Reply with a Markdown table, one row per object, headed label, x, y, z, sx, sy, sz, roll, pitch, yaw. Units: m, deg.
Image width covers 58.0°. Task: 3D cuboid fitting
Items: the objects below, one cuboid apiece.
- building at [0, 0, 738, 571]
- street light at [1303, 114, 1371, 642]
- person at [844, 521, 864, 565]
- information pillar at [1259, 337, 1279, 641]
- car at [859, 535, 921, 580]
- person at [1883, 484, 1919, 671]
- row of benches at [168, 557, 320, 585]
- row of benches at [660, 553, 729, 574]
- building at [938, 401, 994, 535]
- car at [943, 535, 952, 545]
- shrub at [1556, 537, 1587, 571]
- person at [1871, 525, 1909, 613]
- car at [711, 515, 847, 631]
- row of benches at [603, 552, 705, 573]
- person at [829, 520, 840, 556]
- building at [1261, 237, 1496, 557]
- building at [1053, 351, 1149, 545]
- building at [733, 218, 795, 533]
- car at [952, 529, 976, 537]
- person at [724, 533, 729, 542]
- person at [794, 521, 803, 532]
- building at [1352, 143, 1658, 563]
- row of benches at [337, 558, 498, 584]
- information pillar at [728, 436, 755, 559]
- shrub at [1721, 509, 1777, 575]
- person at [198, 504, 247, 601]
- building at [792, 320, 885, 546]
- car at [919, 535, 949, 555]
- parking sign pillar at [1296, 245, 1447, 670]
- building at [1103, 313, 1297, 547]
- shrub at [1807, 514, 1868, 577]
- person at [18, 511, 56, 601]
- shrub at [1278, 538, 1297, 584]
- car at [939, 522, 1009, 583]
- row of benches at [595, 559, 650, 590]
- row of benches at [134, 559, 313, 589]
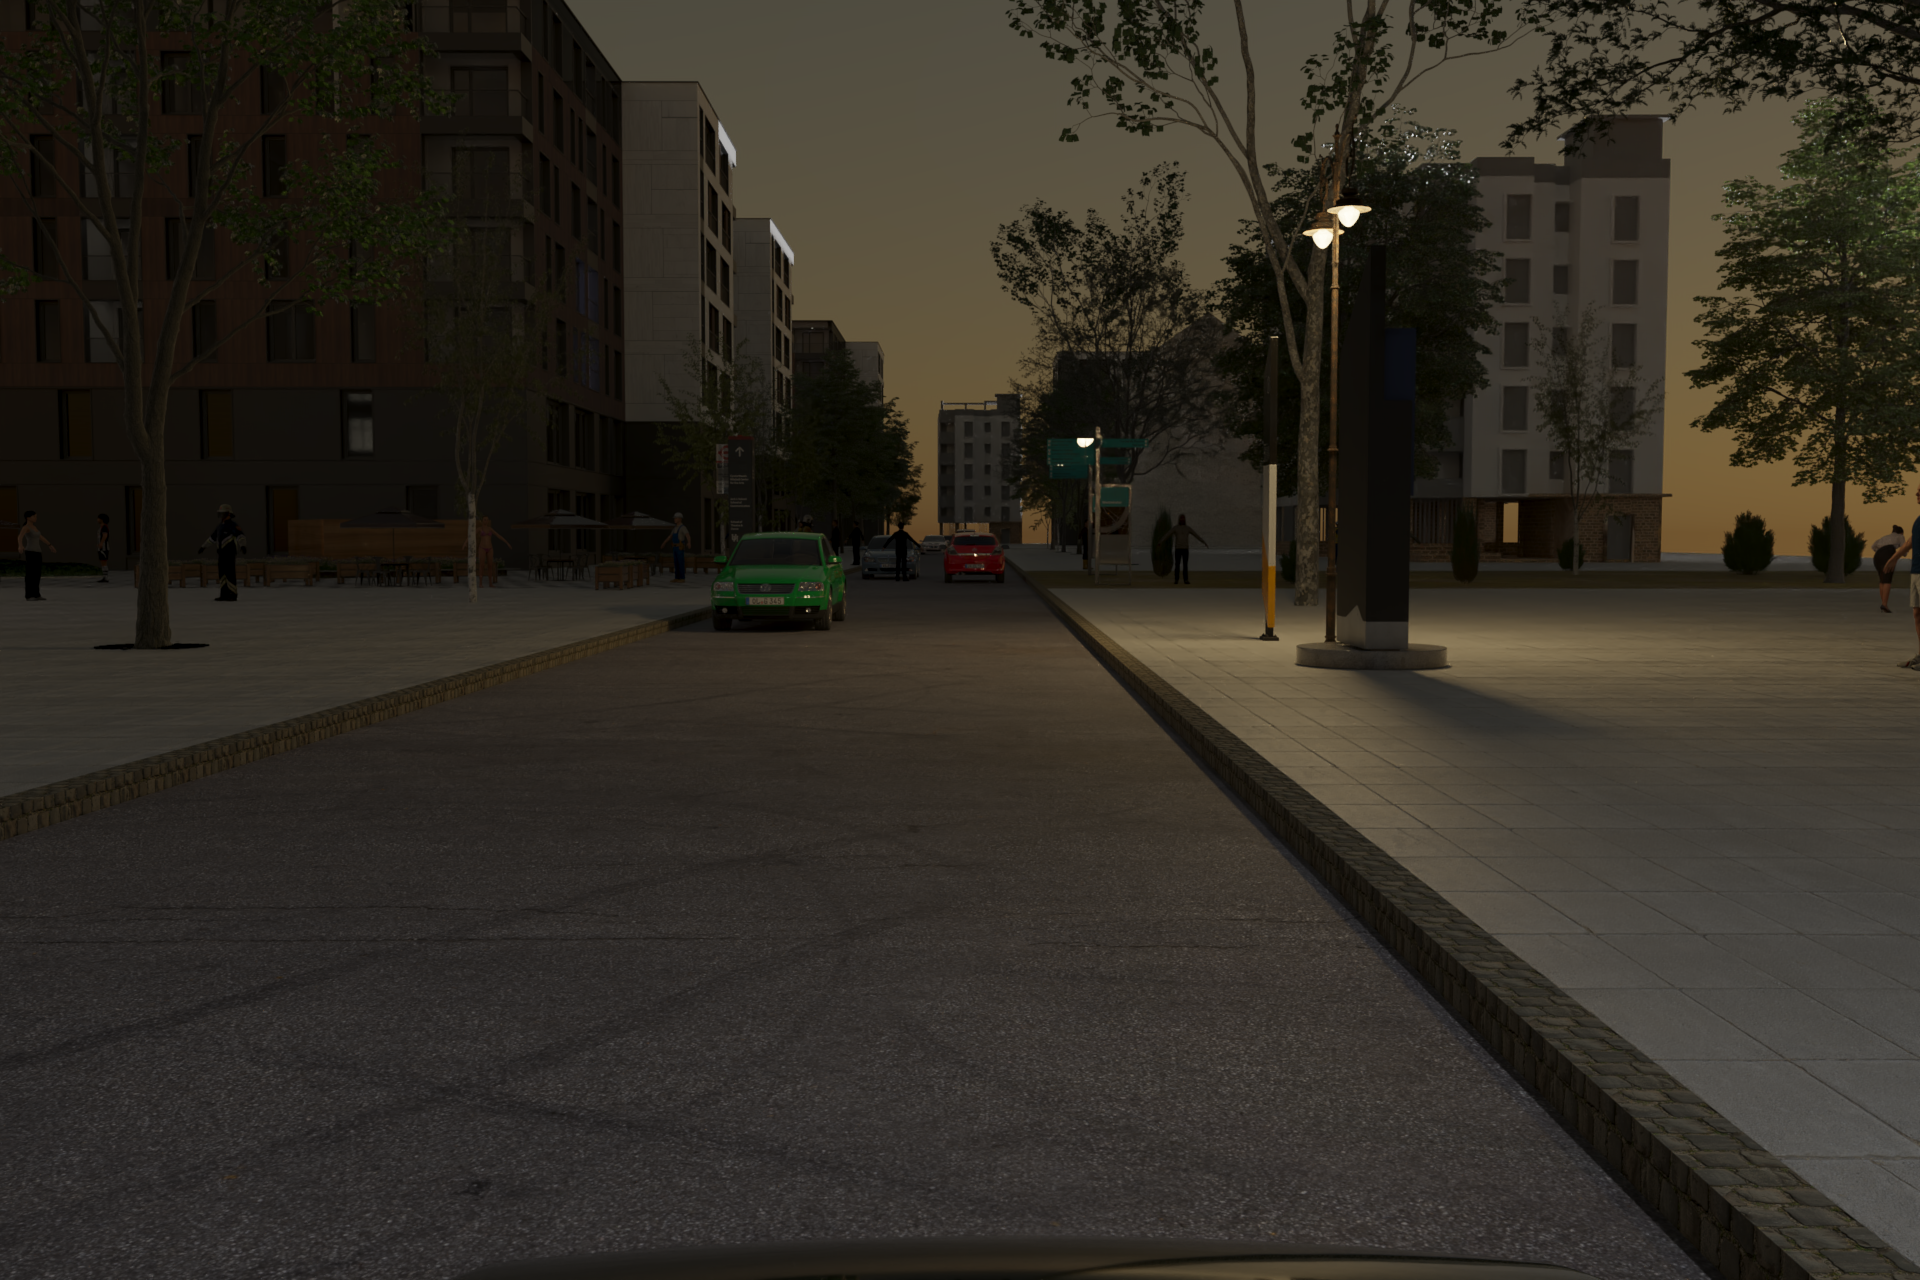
| label | x | y | z | sx | sy | sz | roll | pitch | yaw |
| --- | --- | --- | --- | --- | --- | --- | --- | --- | --- |
| building | -25.723 | -14.210 | 76.301 | 27.936 | 21.610 | 32.646 | 0 | 4 | 0 |
| street light | 4.248 | -2.868 | 19.684 | 0.468 | 5.910 | 1.993 | 0 | 4 | 1 |
| person | -4.284 | -3.984 | 71.080 | 0.705 | 1.837 | 1.347 | 2 | 4 | 31 |
| information pillar | 3.737 | -1.807 | 20.893 | 0.183 | 3.616 | 0.504 | 0 | 4 | 1 |
| car | -2.220 | -2.699 | 56.127 | 2.014 | 1.417 | 4.499 | 0 | 4 | 0 |
| person | 9.107 | -0.623 | 16.354 | 0.704 | 1.807 | 1.345 | 0 | 4 | 7 |
| row of benches | -18.625 | -1.829 | 45.360 | 1.422 | 0.672 | 4.104 | 3 | 4 | 36 |
| row of benches | -8.049 | -2.475 | 55.925 | 4.104 | 0.672 | 1.422 | 2 | 4 | 32 |
| building | -2.594 | -23.092 | 236.422 | 11.380 | 20.090 | 16.016 | -1 | 4 | -8 |
| car | -0.999 | -8.002 | 143.416 | 1.945 | 1.354 | 3.894 | 0 | 4 | 1 |
| shrub | 21.291 | -3.009 | 60.311 | 1.383 | 1.207 | 1.383 | 0 | 3 | 0 |
| person | 15.235 | -1.167 | 28.318 | 0.628 | 1.438 | 0.799 | 1 | 4 | 17 |
| car | -2.781 | -1.120 | 27.107 | 1.959 | 1.807 | 4.718 | 0 | 4 | 0 |
| row of benches | -10.454 | -2.649 | 58.769 | 4.104 | 0.672 | 1.422 | 2 | 4 | 29 |
| person | -4.552 | -3.474 | 63.020 | 0.704 | 1.802 | 1.346 | 0 | 4 | 7 |
| building | 24.313 | -15.459 | 109.182 | 16.016 | 20.090 | 11.380 | 0 | 4 | 0 |
| building | 25.039 | -22.380 | 209.883 | 27.936 | 21.610 | 32.646 | 0 | 4 | 1 |
| building | -26.165 | -16.287 | 110.261 | 27.936 | 21.610 | 32.646 | 0 | 4 | 1 |
| car | 0.482 | -7.684 | 134.299 | 2.281 | 1.827 | 5.304 | 0 | 4 | 1 |
| person | -9.326 | -4.023 | 72.242 | 1.216 | 1.772 | 0.721 | 1 | 4 | 19 |
| person | -6.510 | -3.950 | 70.767 | 1.347 | 1.806 | 0.705 | 0 | 4 | 5 |
| building | 25.802 | -14.314 | 90.452 | 16.016 | 20.090 | 11.380 | 0 | 4 | 1 |
| row of benches | -13.980 | -1.807 | 45.001 | 4.104 | 0.672 | 1.422 | -1 | 4 | -10 |
| information pillar | -5.813 | -3.473 | 46.166 | 0.750 | 3.857 | 0.750 | 0 | 4 | 0 |
| shrub | 24.900 | -3.100 | 54.726 | 1.661 | 2.075 | 1.752 | 0 | 3 | 0 |
| person | -14.011 | -1.662 | 33.034 | 1.351 | 1.845 | 0.704 | 2 | 4 | 31 |
| building | -22.640 | -20.665 | 181.853 | 27.936 | 21.610 | 32.646 | 0 | 4 | 0 |
| car | -1.813 | -6.709 | 122.053 | 2.083 | 1.381 | 4.827 | 0 | 4 | 0 |
| parking sign pillar | 4.038 | -1.739 | 16.902 | 1.447 | 3.967 | 1.447 | 0 | 4 | 0 |
| building | 24.579 | -21.409 | 180.959 | 19.493 | 23.208 | 18.063 | 0 | 4 | 0 |
| shrub | 26.497 | -2.931 | 52.346 | 1.690 | 2.028 | 1.600 | 0 | 3 | 0 |
| person | -17.822 | -1.628 | 33.430 | 0.721 | 1.737 | 1.217 | 0 | 4 | 1 |
| shrub | 8.664 | -2.042 | 44.507 | 1.383 | 1.207 | 1.383 | 0 | 3 | 0 |
| car | 0.425 | -2.632 | 52.078 | 2.155 | 1.783 | 4.494 | 0 | 3 | 0 |
| row of benches | -8.057 | -1.585 | 41.378 | 1.422 | 0.672 | 4.104 | 0 | 4 | -1 |
| row of benches | -17.707 | -1.619 | 41.937 | 4.104 | 0.672 | 1.422 | -2 | 4 | -30 |
